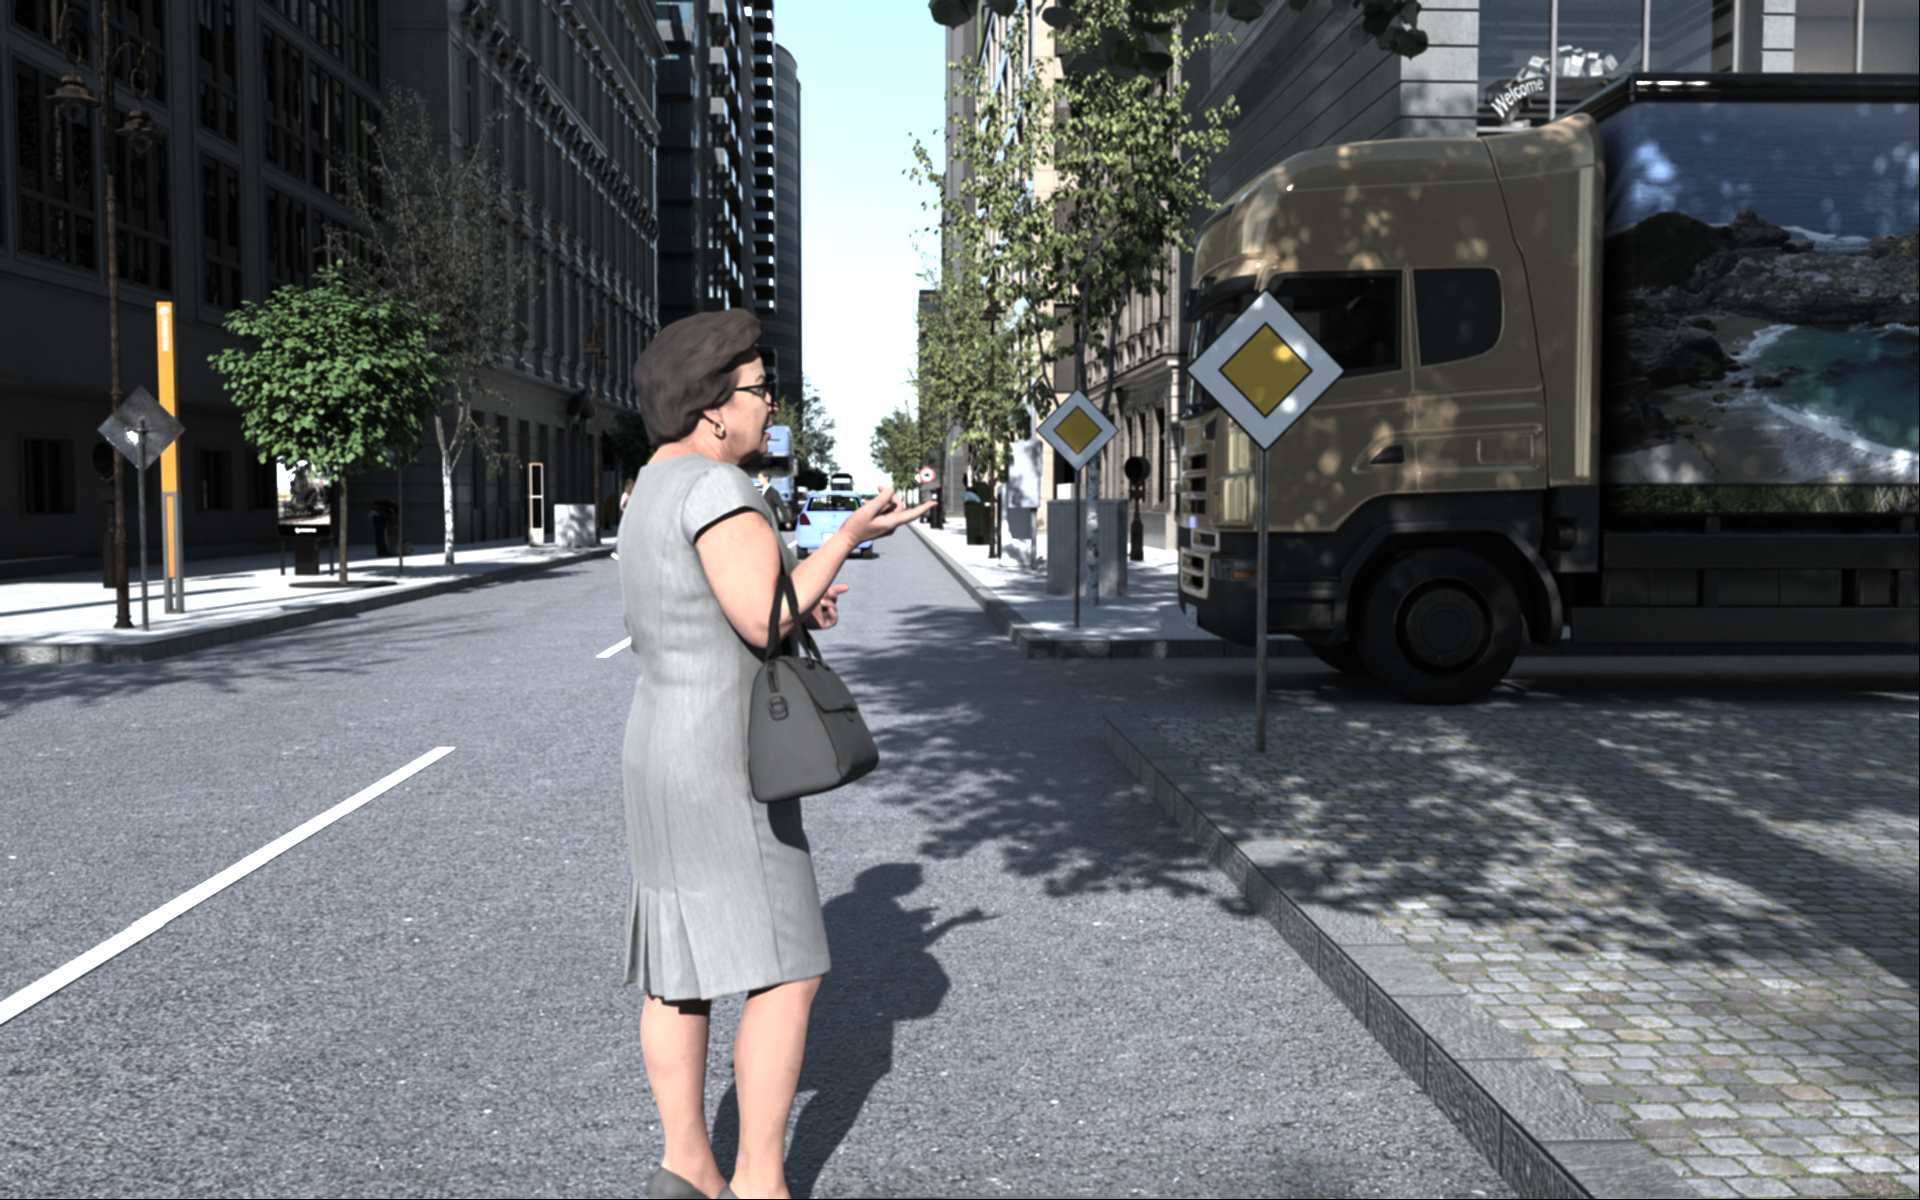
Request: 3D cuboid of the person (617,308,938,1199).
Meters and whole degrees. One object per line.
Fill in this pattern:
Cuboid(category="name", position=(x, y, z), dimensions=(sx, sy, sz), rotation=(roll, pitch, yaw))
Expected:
Cuboid(category="person", position=(-0.342, 0.342, 3.260), dimensions=(0.532, 1.782, 0.716), rotation=(-2, 4, -28))

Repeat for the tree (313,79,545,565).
Cuboid(category="tree", position=(-9.297, -4.929, 30.950), dimensions=(4.360, 8.622, 3.978), rotation=(0, 3, 0))

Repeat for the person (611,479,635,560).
Cuboid(category="person", position=(-7.294, -1.761, 37.890), dimensions=(0.643, 1.750, 0.593), rotation=(1, 4, 18))

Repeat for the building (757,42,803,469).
Cuboid(category="building", position=(-31.395, -41.606, 222.252), dimensions=(21.231, 58.520, 28.212), rotation=(0, 4, -3))

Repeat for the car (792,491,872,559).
Cuboid(category="car", position=(-2.857, -1.818, 39.318), dimensions=(1.945, 1.707, 3.694), rotation=(0, 4, -5))

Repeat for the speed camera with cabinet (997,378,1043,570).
Cuboid(category="speed camera with cabinet", position=(1.015, -2.192, 30.182), dimensions=(0.660, 3.252, 2.038), rotation=(0, 4, -4))

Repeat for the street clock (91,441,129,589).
Cuboid(category="street clock", position=(-11.549, -1.163, 23.580), dimensions=(0.471, 2.002, 0.358), rotation=(2, 4, 26))

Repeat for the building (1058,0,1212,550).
Cuboid(category="building", position=(8.961, -11.224, 48.139), dimensions=(10.561, 19.102, 19.286), rotation=(0, 4, -3))

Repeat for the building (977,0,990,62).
Cuboid(category="building", position=(7.903, -25.551, 101.351), dimensions=(14.154, 41.232, 14.086), rotation=(0, 4, -3))

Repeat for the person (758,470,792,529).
Cuboid(category="person", position=(-3.433, -1.373, 30.729), dimensions=(0.755, 1.850, 0.659), rotation=(-2, 4, -26))

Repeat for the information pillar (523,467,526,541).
Cuboid(category="information pillar", position=(-11.583, -2.589, 46.830), dimensions=(0.304, 2.012, 0.304), rotation=(-3, 5, -41))

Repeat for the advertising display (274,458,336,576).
Cuboid(category="advertising display", position=(-10.314, -1.351, 27.305), dimensions=(0.974, 1.923, 0.123), rotation=(1, 4, 11))

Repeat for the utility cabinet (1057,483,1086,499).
Cuboid(category="utility cabinet", position=(2.281, -1.644, 35.560), dimensions=(0.318, 1.500, 1.173), rotation=(1, 4, 20))

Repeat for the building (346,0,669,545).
Cuboid(category="building", position=(-21.584, -17.582, 63.885), dimensions=(17.030, 29.872, 44.131), rotation=(0, 4, -3))

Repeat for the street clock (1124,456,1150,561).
Cuboid(category="street clock", position=(3.407, -1.758, 33.321), dimensions=(0.358, 2.002, 0.471), rotation=(-3, 5, -45))

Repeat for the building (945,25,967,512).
Cuboid(category="building", position=(9.322, -36.343, 136.213), dimensions=(21.231, 58.520, 28.212), rotation=(0, 4, -3))

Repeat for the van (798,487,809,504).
Cuboid(category="van", position=(-9.205, -5.506, 97.029), dimensions=(2.013, 2.044, 4.112), rotation=(0, 4, -3))

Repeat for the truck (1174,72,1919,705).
Cuboid(category="truck", position=(6.662, -1.460, 12.792), dimensions=(11.283, 4.237, 2.839), rotation=(0, 4, -1))

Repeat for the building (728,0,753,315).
Cuboid(category="building", position=(-25.588, -30.675, 151.651), dimensions=(14.600, 45.320, 14.200), rotation=(0, 4, -3))

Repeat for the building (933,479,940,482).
Cuboid(category="building", position=(11.936, -32.646, 225.638), dimensions=(32.217, 40.220, 23.993), rotation=(0, 4, -3))

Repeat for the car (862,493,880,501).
Cuboid(category="car", position=(-5.201, -6.075, 108.118), dimensions=(1.959, 1.807, 4.718), rotation=(0, 4, -1))

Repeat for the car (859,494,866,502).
Cuboid(category="car", position=(-7.108, -7.238, 127.138), dimensions=(1.959, 1.807, 4.718), rotation=(0, 4, -3))

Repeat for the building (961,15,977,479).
Cuboid(category="building", position=(7.468, -28.454, 115.338), dimensions=(14.600, 45.320, 14.200), rotation=(0, 4, -3))

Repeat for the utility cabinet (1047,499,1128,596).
Cuboid(category="utility cabinet", position=(1.611, -0.664, 22.020), dimensions=(1.020, 1.237, 0.306), rotation=(2, 4, 31))

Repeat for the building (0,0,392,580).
Cuboid(category="building", position=(-19.915, -14.432, 29.469), dimensions=(14.314, 27.812, 24.014), rotation=(0, 4, -3))

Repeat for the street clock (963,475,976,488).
Cuboid(category="street clock", position=(0.346, -3.611, 63.604), dimensions=(0.471, 2.002, 0.358), rotation=(0, 4, 5))

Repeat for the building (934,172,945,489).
Cuboid(category="building", position=(5.223, -23.628, 158.019), dimensions=(14.160, 30.474, 14.107), rotation=(0, 4, -3))

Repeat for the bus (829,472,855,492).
Cuboid(category="bus", position=(-13.695, -12.783, 200.554), dimensions=(2.896, 3.916, 12.252), rotation=(0, 4, -4))

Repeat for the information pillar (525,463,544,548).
Cuboid(category="information pillar", position=(-10.196, -2.272, 41.639), dimensions=(0.304, 2.012, 0.304), rotation=(-2, 4, -23))

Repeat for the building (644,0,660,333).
Cuboid(category="building", position=(-30.884, -25.086, 102.041), dimensions=(32.217, 40.220, 23.993), rotation=(0, 4, -3))

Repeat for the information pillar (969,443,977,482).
Cuboid(category="information pillar", position=(0.575, -5.350, 78.832), dimensions=(0.504, 3.616, 0.183), rotation=(3, 5, 44))

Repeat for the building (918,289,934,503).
Cuboid(category="building", position=(1.069, -28.915, 244.458), dimensions=(14.160, 30.474, 14.107), rotation=(0, 4, -3))

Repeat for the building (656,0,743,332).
Cuboid(category="building", position=(-28.019, -31.162, 129.111), dimensions=(23.786, 49.044, 30.456), rotation=(0, 4, -3))

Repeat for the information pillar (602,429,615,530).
Cuboid(category="information pillar", position=(-12.658, -4.341, 62.331), dimensions=(0.504, 3.616, 0.183), rotation=(2, 4, 28))

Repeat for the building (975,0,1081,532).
Cuboid(category="building", position=(11.226, -16.546, 75.037), dimensions=(19.350, 26.468, 34.151), rotation=(0, 4, -3))

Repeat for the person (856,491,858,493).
Cuboid(category="person", position=(-13.197, -13.012, 221.267), dimensions=(0.705, 1.821, 1.348), rotation=(2, 4, 27))

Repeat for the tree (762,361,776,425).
Cuboid(category="tree", position=(-11.797, -8.440, 88.359), dimensions=(4.360, 8.622, 3.978), rotation=(0, 3, 0))

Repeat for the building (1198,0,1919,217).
Cuboid(category="building", position=(19.235, -15.095, 24.293), dimensions=(29.804, 29.767, 11.434), rotation=(0, 4, -3))

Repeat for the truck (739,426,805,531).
Cuboid(category="truck", position=(-8.093, -5.161, 74.139), dimensions=(2.967, 4.110, 18.799), rotation=(0, 4, -3))

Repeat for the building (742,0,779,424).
Cuboid(category="building", position=(-30.261, -53.730, 191.161), dimensions=(22.319, 86.520, 31.000), rotation=(0, 4, -3))
